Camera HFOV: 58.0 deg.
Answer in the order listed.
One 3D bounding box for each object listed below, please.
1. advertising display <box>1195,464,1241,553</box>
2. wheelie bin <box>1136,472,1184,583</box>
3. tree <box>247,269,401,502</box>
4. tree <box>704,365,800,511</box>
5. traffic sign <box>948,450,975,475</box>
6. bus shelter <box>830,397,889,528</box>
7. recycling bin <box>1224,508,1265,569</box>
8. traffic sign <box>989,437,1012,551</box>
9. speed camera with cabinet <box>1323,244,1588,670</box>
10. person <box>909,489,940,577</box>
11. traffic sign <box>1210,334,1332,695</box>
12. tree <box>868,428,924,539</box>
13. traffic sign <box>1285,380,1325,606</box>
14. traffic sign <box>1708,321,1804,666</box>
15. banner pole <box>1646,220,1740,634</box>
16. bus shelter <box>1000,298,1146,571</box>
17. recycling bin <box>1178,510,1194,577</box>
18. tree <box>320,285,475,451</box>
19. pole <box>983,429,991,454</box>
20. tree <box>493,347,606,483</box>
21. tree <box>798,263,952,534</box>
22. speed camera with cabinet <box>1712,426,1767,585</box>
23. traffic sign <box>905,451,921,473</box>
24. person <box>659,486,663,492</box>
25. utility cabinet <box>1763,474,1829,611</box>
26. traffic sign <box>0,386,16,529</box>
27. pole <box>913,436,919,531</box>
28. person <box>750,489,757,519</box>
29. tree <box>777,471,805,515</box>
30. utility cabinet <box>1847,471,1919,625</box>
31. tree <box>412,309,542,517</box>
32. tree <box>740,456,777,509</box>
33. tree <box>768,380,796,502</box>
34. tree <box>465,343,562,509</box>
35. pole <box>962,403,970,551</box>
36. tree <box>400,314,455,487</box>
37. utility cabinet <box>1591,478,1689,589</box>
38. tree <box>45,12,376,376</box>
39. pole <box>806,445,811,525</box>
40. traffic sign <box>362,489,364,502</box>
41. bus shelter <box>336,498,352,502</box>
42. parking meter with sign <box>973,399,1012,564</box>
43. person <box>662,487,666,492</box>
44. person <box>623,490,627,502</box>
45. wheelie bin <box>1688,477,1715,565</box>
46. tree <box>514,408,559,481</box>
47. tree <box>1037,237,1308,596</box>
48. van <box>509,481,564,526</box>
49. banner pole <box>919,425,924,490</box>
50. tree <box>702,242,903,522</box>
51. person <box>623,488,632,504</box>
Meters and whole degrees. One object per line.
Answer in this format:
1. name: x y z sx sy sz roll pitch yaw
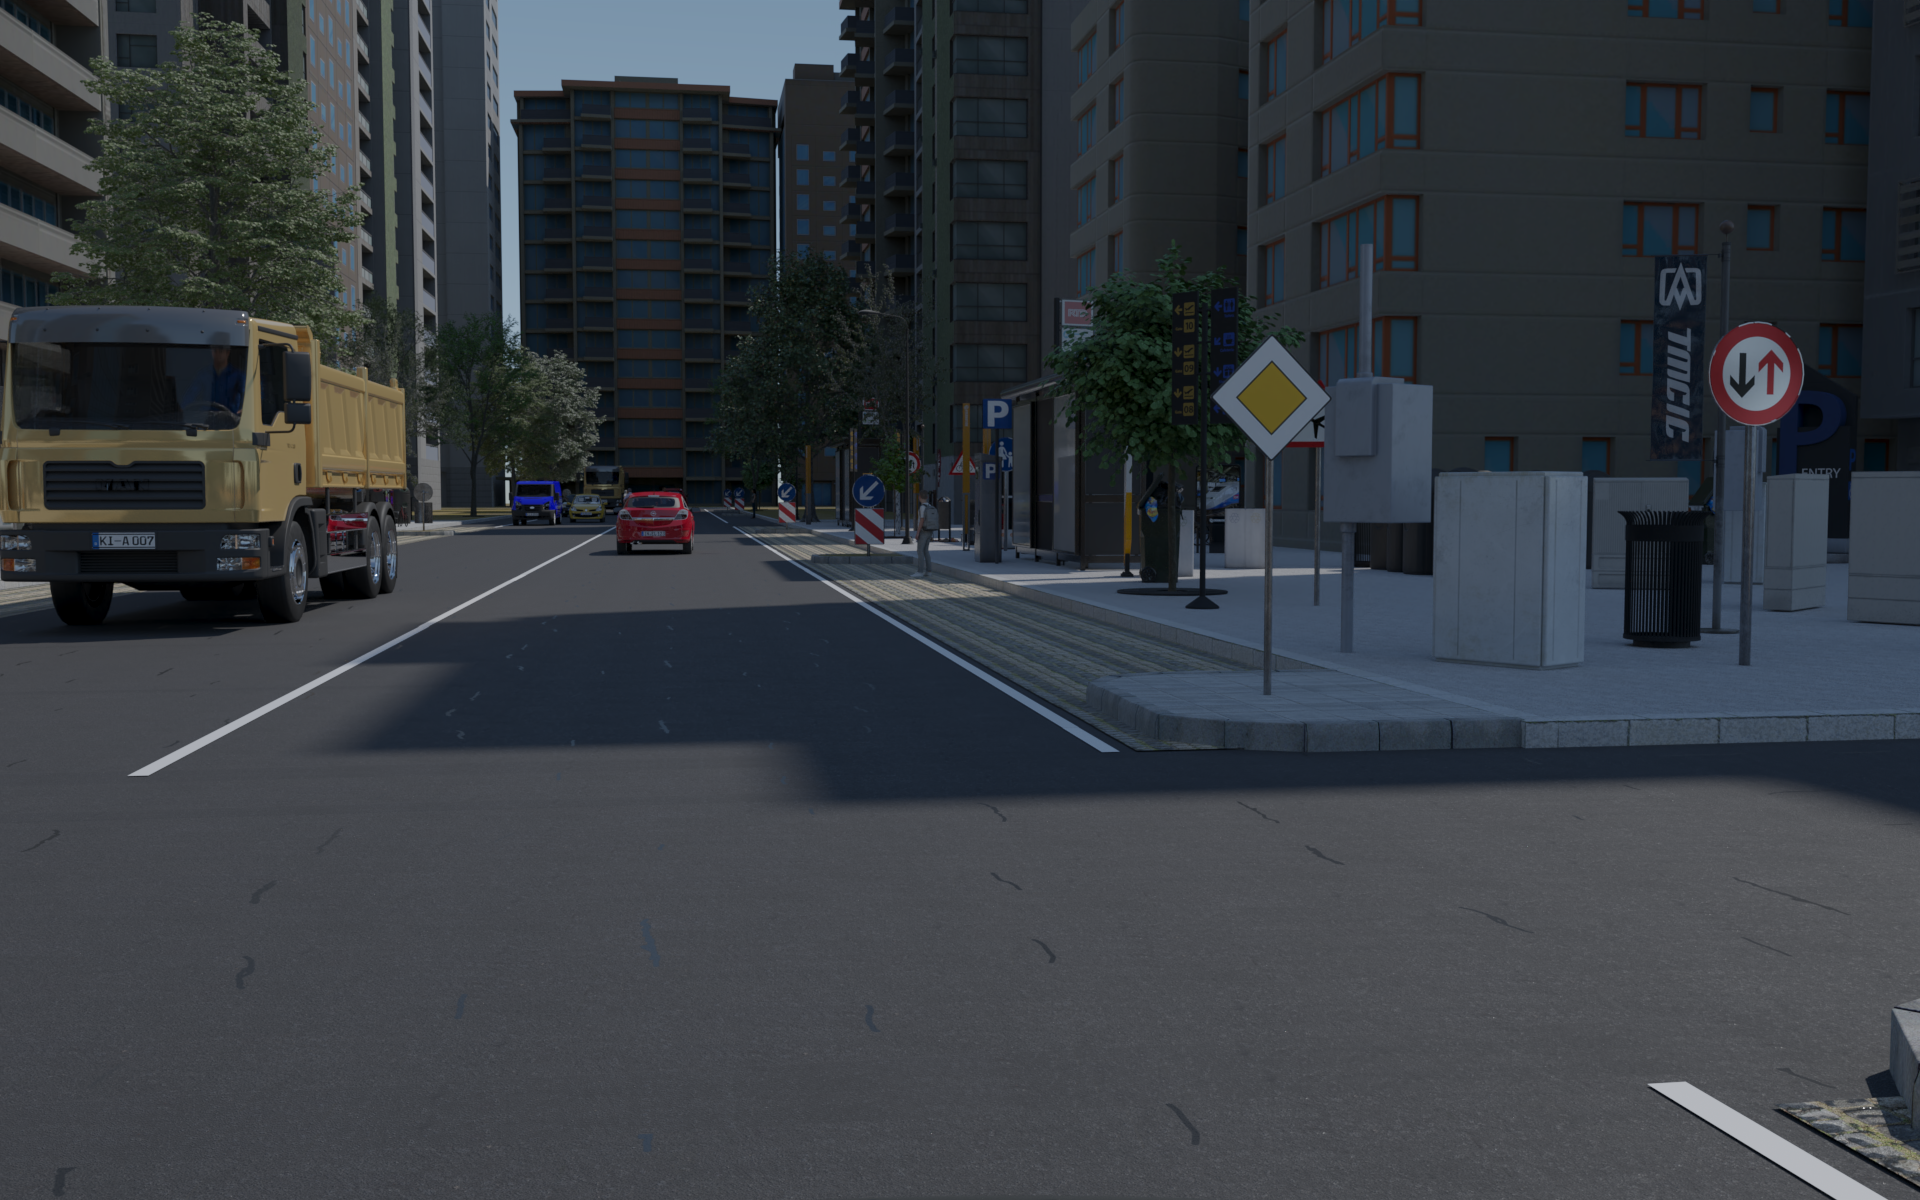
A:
1. advertising display: 5.580 -1.973 37.469 0.974 1.923 0.123 0 4 7
2. wheelie bin: 2.923 -1.060 25.244 0.693 1.594 0.980 0 4 4
3. tree: -20.675 -6.373 54.555 4.360 8.622 3.978 0 3 0
4. tree: -15.512 -12.564 131.178 9.928 11.665 9.643 0 3 0
5. traffic sign: 0.118 -2.951 48.257 0.884 2.594 0.081 0 4 -4
6. bus shelter: -3.983 -5.600 69.189 2.179 5.291 8.768 -1 4 -9
7. recycling bin: 5.010 -1.069 30.034 0.722 1.027 0.722 1 4 20
8. traffic sign: 1.025 -2.374 38.916 0.768 2.556 0.104 0 4 -3
9. speed camera with cabinet: 3.802 -1.166 13.406 0.660 3.252 2.038 -3 5 -39
10. person: -0.626 -1.149 29.881 0.523 1.515 0.503 0 4 -7
11. traffic sign: 1.960 -0.450 10.999 0.795 2.450 0.064 -1 4 -9
12. tree: -1.787 -3.411 50.365 1.663 3.219 1.824 0 3 0
13. traffic sign: 4.098 -1.213 19.831 0.884 2.594 0.081 0 3 0
14. traffic sign: 5.878 -0.782 12.898 0.768 2.556 0.104 -1 4 -9
15. banner pole: 6.778 -1.587 15.965 0.863 3.779 0.401 0 4 7
16. bus shelter: 2.122 -3.398 33.181 2.179 5.291 8.768 -1 4 -9
17. recycling bin: 3.245 -0.892 27.145 0.722 1.027 0.722 0 4 -3
18. tree: -25.378 -8.776 77.892 7.601 10.594 8.767 0 4 1
19. pole: 0.617 -2.809 39.776 0.158 3.312 0.155 0 3 0
20. tree: -36.069 -14.959 151.233 9.857 13.997 8.962 0 3 0
21. tree: -2.103 -6.376 54.618 4.360 8.622 3.978 0 3 0
22. speed camera with cabinet: 11.055 -1.838 24.389 0.660 3.252 2.038 2 4 32
23. traffic sign: -1.550 -3.152 51.638 0.768 2.556 0.104 0 4 -1
24. person: -15.975 -5.174 92.721 1.348 1.869 0.705 -1 4 -11
25. utility cabinet: 9.276 -0.645 19.229 0.318 1.500 1.173 3 5 43
26. traffic sign: -18.221 -2.376 32.716 2.265 3.308 0.079 0 4 -3
27. pole: -1.523 -4.067 60.338 0.158 3.312 0.155 0 3 0
28. person: -12.171 -5.646 101.529 0.721 1.735 1.217 -1 4 -12
29. tree: -10.484 -6.982 108.765 1.663 3.219 1.824 0 3 0
30. utility cabinet: 9.338 -0.502 16.894 0.318 1.500 1.173 -2 4 -35
31. tree: -27.311 -10.490 97.259 9.928 11.665 9.643 0 3 0
32. tree: -16.833 -9.852 144.789 4.285 4.588 4.351 0 3 0
33. tree: -10.456 -9.345 103.157 4.360 8.622 3.978 0 3 0
34. tree: -33.949 -12.946 129.790 7.486 12.596 7.792 0 3 0
35. pole: 0.140 -2.762 38.998 0.158 3.312 0.155 0 3 0
36. tree: -22.910 -7.317 69.988 4.360 8.622 3.978 0 3 0
37. utility cabinet: 9.126 -0.892 23.267 1.173 1.500 0.318 1 4 17
38. tree: -17.584 -7.538 41.381 7.486 12.596 7.792 0 3 0
39. pole: -6.353 -4.813 72.540 0.158 3.312 0.155 0 3 0
40. traffic sign: -25.098 -4.450 72.766 0.884 2.594 0.081 0 4 -1
41. bus shelter: -23.271 -4.400 63.222 1.731 3.624 6.357 -1 4 -9
42. parking meter with sign: 0.555 -2.222 32.597 0.543 3.016 1.738 -1 4 -9
43. person: -15.638 -5.083 91.585 0.705 1.826 1.348 1 4 9
44. person: -26.931 -8.002 140.065 0.721 1.736 1.217 0 4 8
45. wheelie bin: 13.751 -1.452 31.641 0.693 1.594 0.980 0 4 -1
46. tree: -35.464 -11.797 143.245 4.360 8.622 3.978 0 3 0
47. tree: 2.723 -2.367 22.415 4.285 4.588 4.351 0 3 0
48. van: -19.547 -4.633 80.135 2.240 2.365 5.245 -1 4 -8
49. banner pole: -1.457 -4.459 62.917 0.401 3.779 0.863 -2 4 -27
50. tree: -7.015 -9.921 79.221 9.611 12.733 9.660 0 3 0
51. person: -16.228 -4.642 85.334 0.756 1.711 0.436 -1 4 -17
